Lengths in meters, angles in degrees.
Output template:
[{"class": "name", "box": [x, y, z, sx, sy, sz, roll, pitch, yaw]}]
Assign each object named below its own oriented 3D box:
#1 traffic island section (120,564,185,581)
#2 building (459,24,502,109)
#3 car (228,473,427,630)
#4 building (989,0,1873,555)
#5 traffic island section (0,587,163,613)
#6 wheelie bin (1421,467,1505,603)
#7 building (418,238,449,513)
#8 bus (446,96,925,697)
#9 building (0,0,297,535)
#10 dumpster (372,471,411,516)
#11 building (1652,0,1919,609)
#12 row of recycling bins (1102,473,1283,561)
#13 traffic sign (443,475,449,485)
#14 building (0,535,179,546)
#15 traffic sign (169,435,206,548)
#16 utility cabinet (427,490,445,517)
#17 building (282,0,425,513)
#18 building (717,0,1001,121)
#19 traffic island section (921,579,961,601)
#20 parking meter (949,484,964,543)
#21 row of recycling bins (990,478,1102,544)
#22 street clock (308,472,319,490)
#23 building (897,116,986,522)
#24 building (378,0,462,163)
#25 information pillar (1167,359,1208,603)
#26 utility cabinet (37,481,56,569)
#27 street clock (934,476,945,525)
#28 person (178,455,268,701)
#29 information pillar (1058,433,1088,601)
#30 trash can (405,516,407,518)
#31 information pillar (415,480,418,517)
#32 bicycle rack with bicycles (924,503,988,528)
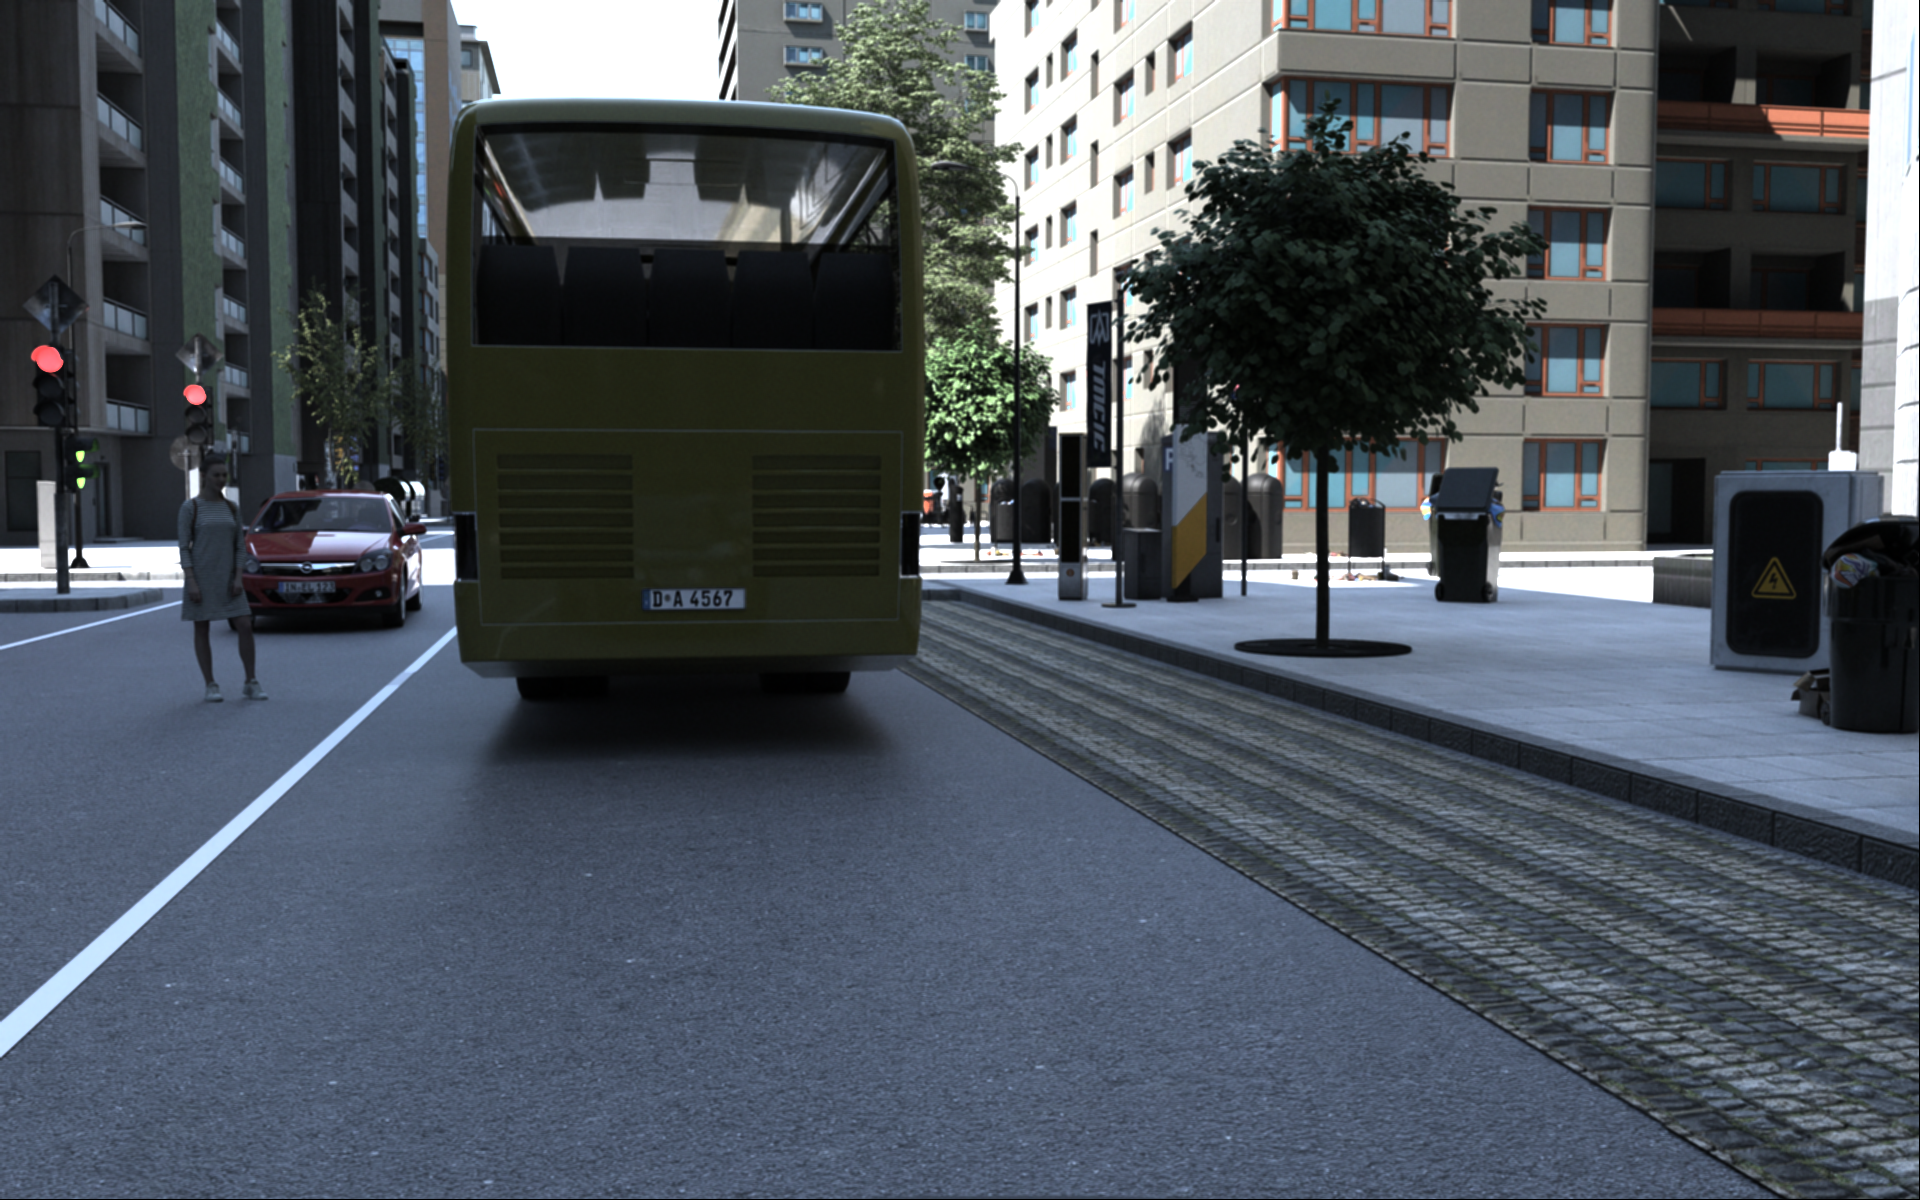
[{"class": "traffic island section", "box": [-13.179, -0.482, 30.159, 2.009, 0.180, 2.903, -1, 4, -12]}, {"class": "building", "box": [-67.393, -37.210, 197.628, 28.713, 52.752, 27.495, -1, 4, -12]}, {"class": "car", "box": [-7.192, -0.659, 19.808, 2.155, 1.783, 4.494, -1, 4, -13]}, {"class": "building", "box": [17.983, -12.673, 52.240, 28.899, 21.520, 27.650, -1, 4, -12]}, {"class": "traffic island section", "box": [-11.580, -0.003, 22.335, 2.009, 0.180, 2.903, -1, 4, -12]}, {"class": "wheelie bin", "box": [6.067, -0.782, 20.686, 0.980, 1.594, 0.693, 3, 4, 36]}, {"class": "building", "box": [-52.396, -17.339, 128.531, 27.650, 21.520, 28.899, -1, 4, -12]}, {"class": "bus", "box": [-2.465, -1.444, 15.162, 2.896, 3.916, 12.252, -1, 4, -10]}, {"class": "building", "box": [-33.926, -23.327, 64.994, 14.154, 41.232, 14.086, -1, 4, -12]}, {"class": "dumpster", "box": [-24.003, -4.304, 72.856, 1.502, 2.255, 1.985, -1, 4, -11]}, {"class": "building", "box": [19.804, -28.612, 9.813, 21.231, 58.520, 28.212, -1, 4, -12]}, {"class": "row of recycling bins", "box": [4.657, -1.622, 33.632, 3.534, 1.692, 1.069, -1, 4, -19]}, {"class": "traffic sign", "box": [-30.453, -6.330, 103.504, 0.884, 2.594, 0.081, 0, 4, -6]}, {"class": "building", "box": [-27.915, -22.026, 43.719, 14.154, 41.232, 14.086, -1, 4, -12]}, {"class": "traffic sign", "box": [-16.625, -2.275, 37.299, 0.768, 2.556, 0.104, 0, 4, -4]}, {"class": "utility cabinet", "box": [-28.487, -5.242, 94.392, 0.318, 1.500, 1.173, 3, 4, 37]}, {"class": "building", "box": [-41.839, -20.599, 108.503, 14.160, 30.474, 14.107, -1, 4, -12]}, {"class": "building", "box": [-6.971, -31.073, 131.747, 21.300, 48.544, 21.600, -1, 4, -12]}, {"class": "traffic island section", "box": [-1.250, -0.132, 24.434, 2.009, 0.180, 2.903, -1, 4, -12]}, {"class": "parking meter", "box": [-0.096, -2.284, 45.749, 0.372, 1.533, 0.369, 0, 3, 0]}, {"class": "row of recycling bins", "box": [2.453, -2.331, 45.223, 3.534, 1.692, 1.069, 1, 4, 20]}, {"class": "street clock", "box": [-20.875, -3.145, 55.997, 0.358, 2.002, 0.471, 0, 4, -5]}, {"class": "building", "box": [4.672, -15.339, 95.832, 27.650, 21.520, 28.899, -1, 4, -12]}, {"class": "building", "box": [-50.653, -30.581, 150.112, 14.600, 45.320, 14.200, -1, 4, -12]}, {"class": "information pillar", "box": [2.721, -1.787, 20.575, 0.504, 3.616, 0.183, -2, 4, -33]}, {"class": "utility cabinet", "box": [-15.640, -1.297, 29.882, 0.318, 1.500, 1.173, -1, 4, -21]}, {"class": "street clock", "box": [-0.842, -4.073, 71.168, 0.471, 2.002, 0.358, 0, 4, 3]}, {"class": "person", "box": [-5.172, -0.155, 12.033, 0.522, 1.701, 0.512, 3, 5, 41]}, {"class": "information pillar", "box": [1.371, -1.006, 20.940, 0.304, 2.012, 0.304, 1, 4, 18]}, {"class": "trash can", "box": [-28.408, -4.670, 88.003, 0.748, 1.137, 0.748, 0, 3, 0]}, {"class": "information pillar", "box": [-29.236, -5.421, 93.123, 0.304, 2.012, 0.304, 1, 4, 18]}, {"class": "bicycle rack with bicycles", "box": [-0.142, -3.229, 66.179, 2.852, 0.926, 2.925, -1, 4, -15]}]
